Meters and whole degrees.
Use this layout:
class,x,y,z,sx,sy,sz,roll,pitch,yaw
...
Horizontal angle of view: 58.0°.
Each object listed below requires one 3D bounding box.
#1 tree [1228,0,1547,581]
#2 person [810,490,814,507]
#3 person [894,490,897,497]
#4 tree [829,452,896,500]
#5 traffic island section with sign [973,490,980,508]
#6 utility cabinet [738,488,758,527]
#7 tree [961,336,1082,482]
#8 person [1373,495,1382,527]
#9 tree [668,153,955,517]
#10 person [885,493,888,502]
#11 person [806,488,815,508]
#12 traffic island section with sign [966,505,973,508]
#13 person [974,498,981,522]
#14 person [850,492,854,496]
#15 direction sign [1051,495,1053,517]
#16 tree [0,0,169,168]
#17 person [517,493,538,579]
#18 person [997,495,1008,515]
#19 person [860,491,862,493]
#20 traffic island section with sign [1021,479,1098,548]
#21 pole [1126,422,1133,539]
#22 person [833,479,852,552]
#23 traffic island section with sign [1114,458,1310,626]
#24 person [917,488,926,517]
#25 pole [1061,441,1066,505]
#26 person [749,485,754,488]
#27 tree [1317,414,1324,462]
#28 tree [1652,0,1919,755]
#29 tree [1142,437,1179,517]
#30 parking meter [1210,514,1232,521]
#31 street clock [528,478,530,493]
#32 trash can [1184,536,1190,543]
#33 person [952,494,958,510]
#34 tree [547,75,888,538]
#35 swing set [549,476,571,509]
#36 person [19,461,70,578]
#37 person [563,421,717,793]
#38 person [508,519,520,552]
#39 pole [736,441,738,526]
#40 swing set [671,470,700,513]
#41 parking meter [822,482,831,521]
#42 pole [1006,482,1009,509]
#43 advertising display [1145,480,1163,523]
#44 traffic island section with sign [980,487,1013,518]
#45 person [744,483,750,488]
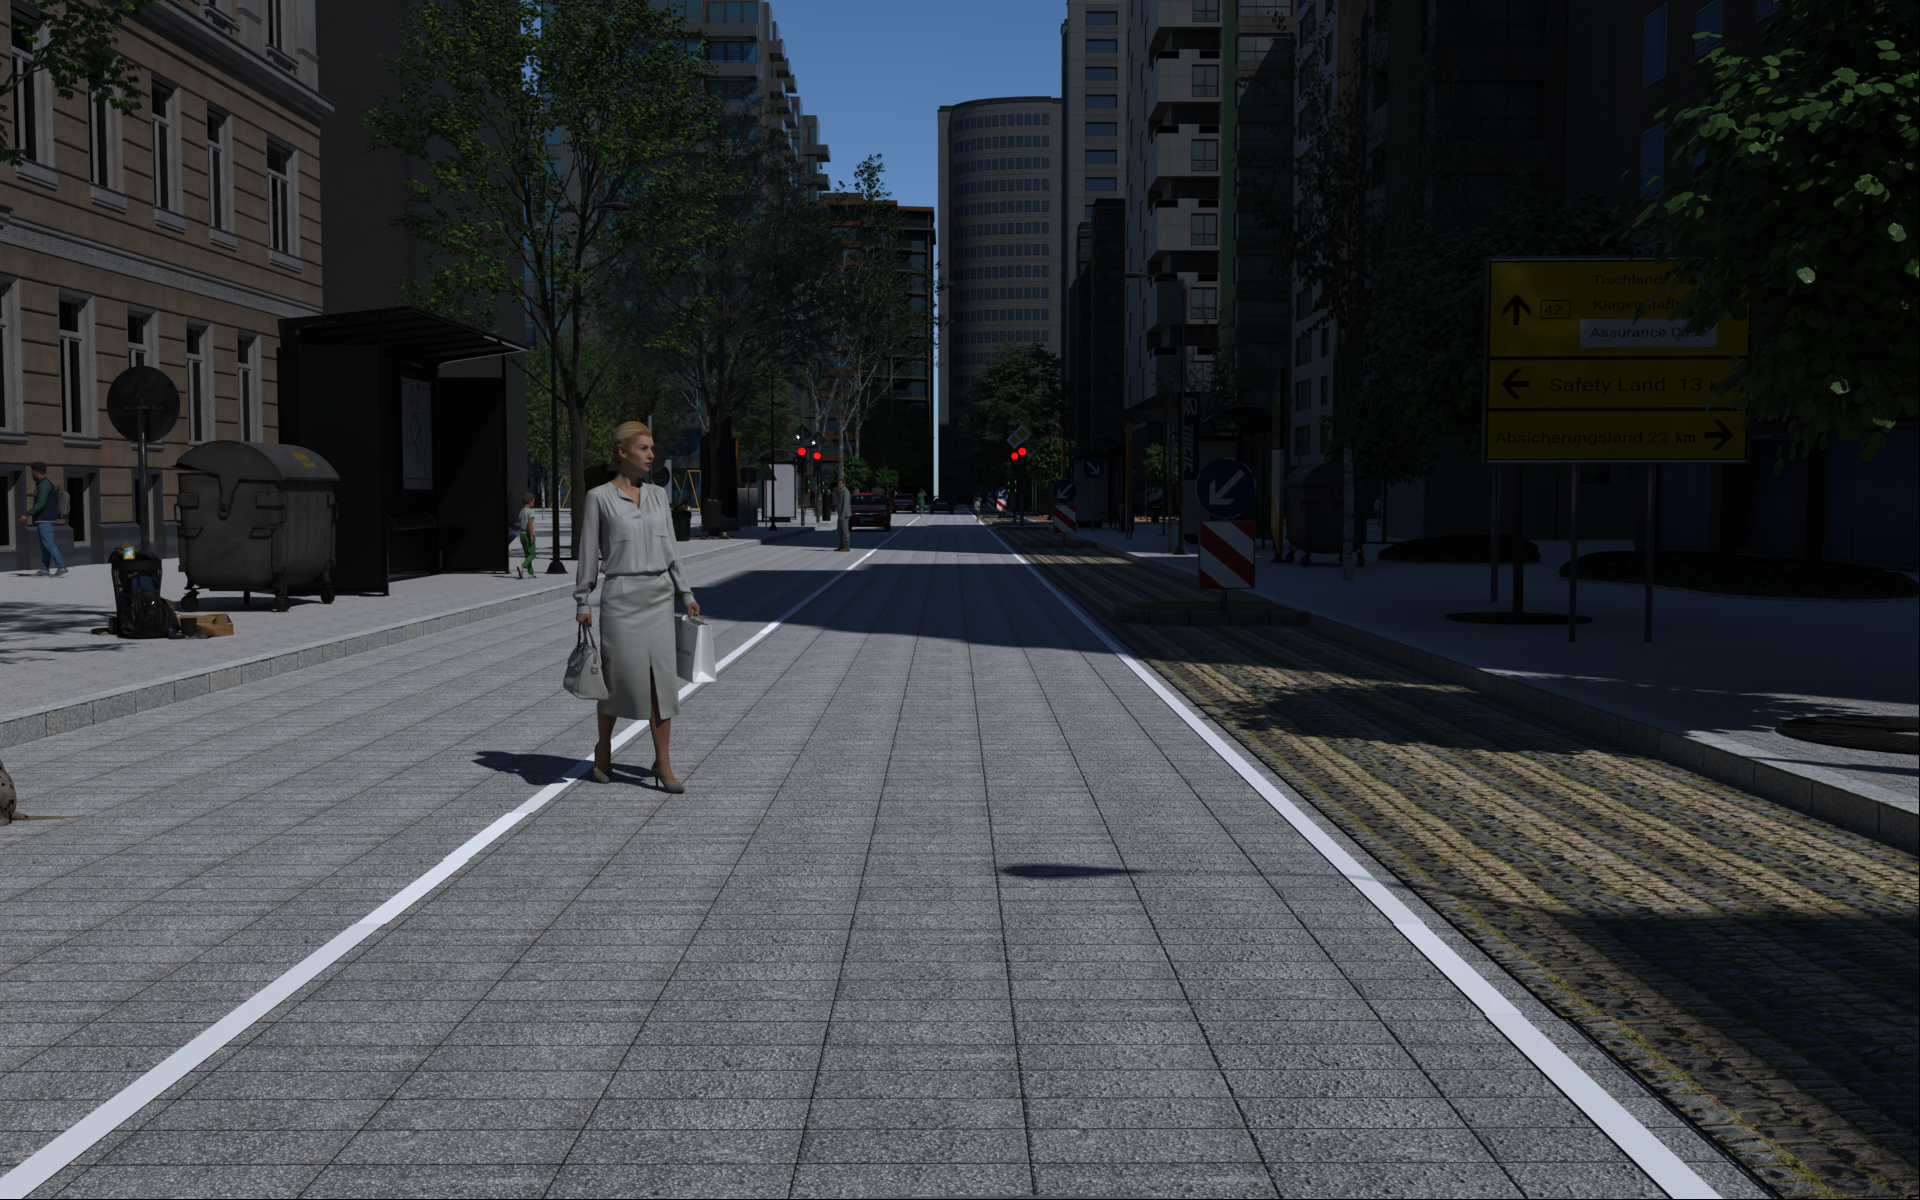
class,x,y,z,sx,sy,sz,roll,pitch,yaw
tree,5.939,-4.584,25.309,4.360,8.622,3.978,0,3,0
person,-14.606,-10.034,171.570,0.593,1.643,0.415,-3,4,-37
person,-7.746,-12.248,207.230,0.436,1.711,0.756,-2,4,-27
tree,-8.039,-8.936,129.810,4.285,4.588,4.351,0,3,0
traffic island section with sign,2.180,-7.424,130.009,1.989,1.847,2.006,0,4,0
utility cabinet,-8.479,-3.599,67.517,1.173,1.500,0.318,-1,4,-9
tree,4.987,-14.298,140.421,9.857,13.997,8.962,0,3,0
person,16.343,-3.481,67.644,0.352,1.250,0.332,0,4,0
tree,-7.119,-14.731,96.739,12.611,20.169,13.585,0,3,0
person,-8.550,-11.928,201.165,0.705,1.812,1.348,0,4,-6
person,-13.341,-9.287,157.891,1.348,1.822,0.705,1,4,10
traffic island section with sign,1.898,-10.493,180.190,1.989,1.847,2.006,0,4,0
person,0.877,-4.563,87.787,0.352,1.250,0.332,-1,4,-12
person,-11.628,-11.079,186.808,0.705,1.869,1.348,3,4,37
direction sign,5.179,-6.435,97.211,0.876,3.537,0.379,-1,4,-11
tree,-7.084,-5.240,11.428,9.928,11.665,9.643,0,3,0
person,-6.548,-0.971,26.169,0.306,1.304,0.590,1,4,18
person,2.547,-5.855,104.246,0.660,1.820,0.620,0,4,2
person,-13.034,-13.607,228.451,1.348,1.831,0.705,1,4,9
traffic island section with sign,2.653,-2.322,46.586,1.989,1.847,2.006,0,4,0
pole,4.779,-3.369,48.929,0.158,3.312,0.155,0,3,0
person,-2.903,-2.116,43.202,0.391,1.810,0.635,-1,4,-19
traffic island section with sign,2.785,-0.673,19.631,1.989,1.847,2.006,0,4,0
person,-2.482,-6.235,110.694,0.600,1.795,0.529,1,4,15
pole,4.004,-4.474,66.992,0.158,3.312,0.155,0,3,0
person,-8.769,-3.877,72.092,0.583,1.804,0.606,0,4,-4
tree,5.771,-2.070,17.555,4.285,4.588,4.351,0,3,0
tree,5.040,-1.548,9.023,4.285,4.588,4.351,0,3,0
tree,11.730,-6.899,96.507,4.285,4.588,4.351,0,3,0
parking meter,4.774,-1.582,31.577,0.399,1.863,0.255,1,4,22
street clock,-19.508,-4.480,77.810,0.358,2.002,0.471,1,4,12
trash can,6.204,-2.091,45.842,0.748,1.137,0.748,0,3,0
person,-0.491,-9.024,159.281,0.421,1.427,0.697,2,4,33
tree,-7.195,-8.597,50.926,12.009,13.543,11.850,0,3,0
swing set,-33.770,-9.347,150.443,2.862,2.851,3.119,-2,4,-34
person,-14.048,-1.235,26.587,0.721,1.781,0.623,-2,4,-32
person,-1.572,0.025,8.448,0.694,1.780,0.624,-1,4,-22
person,-10.045,-1.638,38.317,0.738,1.151,1.012,2,4,29
pole,-8.609,-4.443,66.492,0.158,3.312,0.155,0,3,0
swing set,-17.002,-7.194,115.242,3.119,2.851,2.862,-3,5,-42
parking meter,-6.376,-4.707,82.673,0.255,1.863,0.399,-3,5,-43
pole,4.049,-9.414,147.765,0.158,3.312,0.155,0,3,0
advertising display,8.728,-4.418,77.442,0.974,1.923,0.123,-2,4,-27
traffic island section with sign,2.338,-5.737,102.430,1.989,1.847,2.006,0,4,0
person,-8.636,-3.879,69.642,0.590,1.801,0.661,2,4,31
